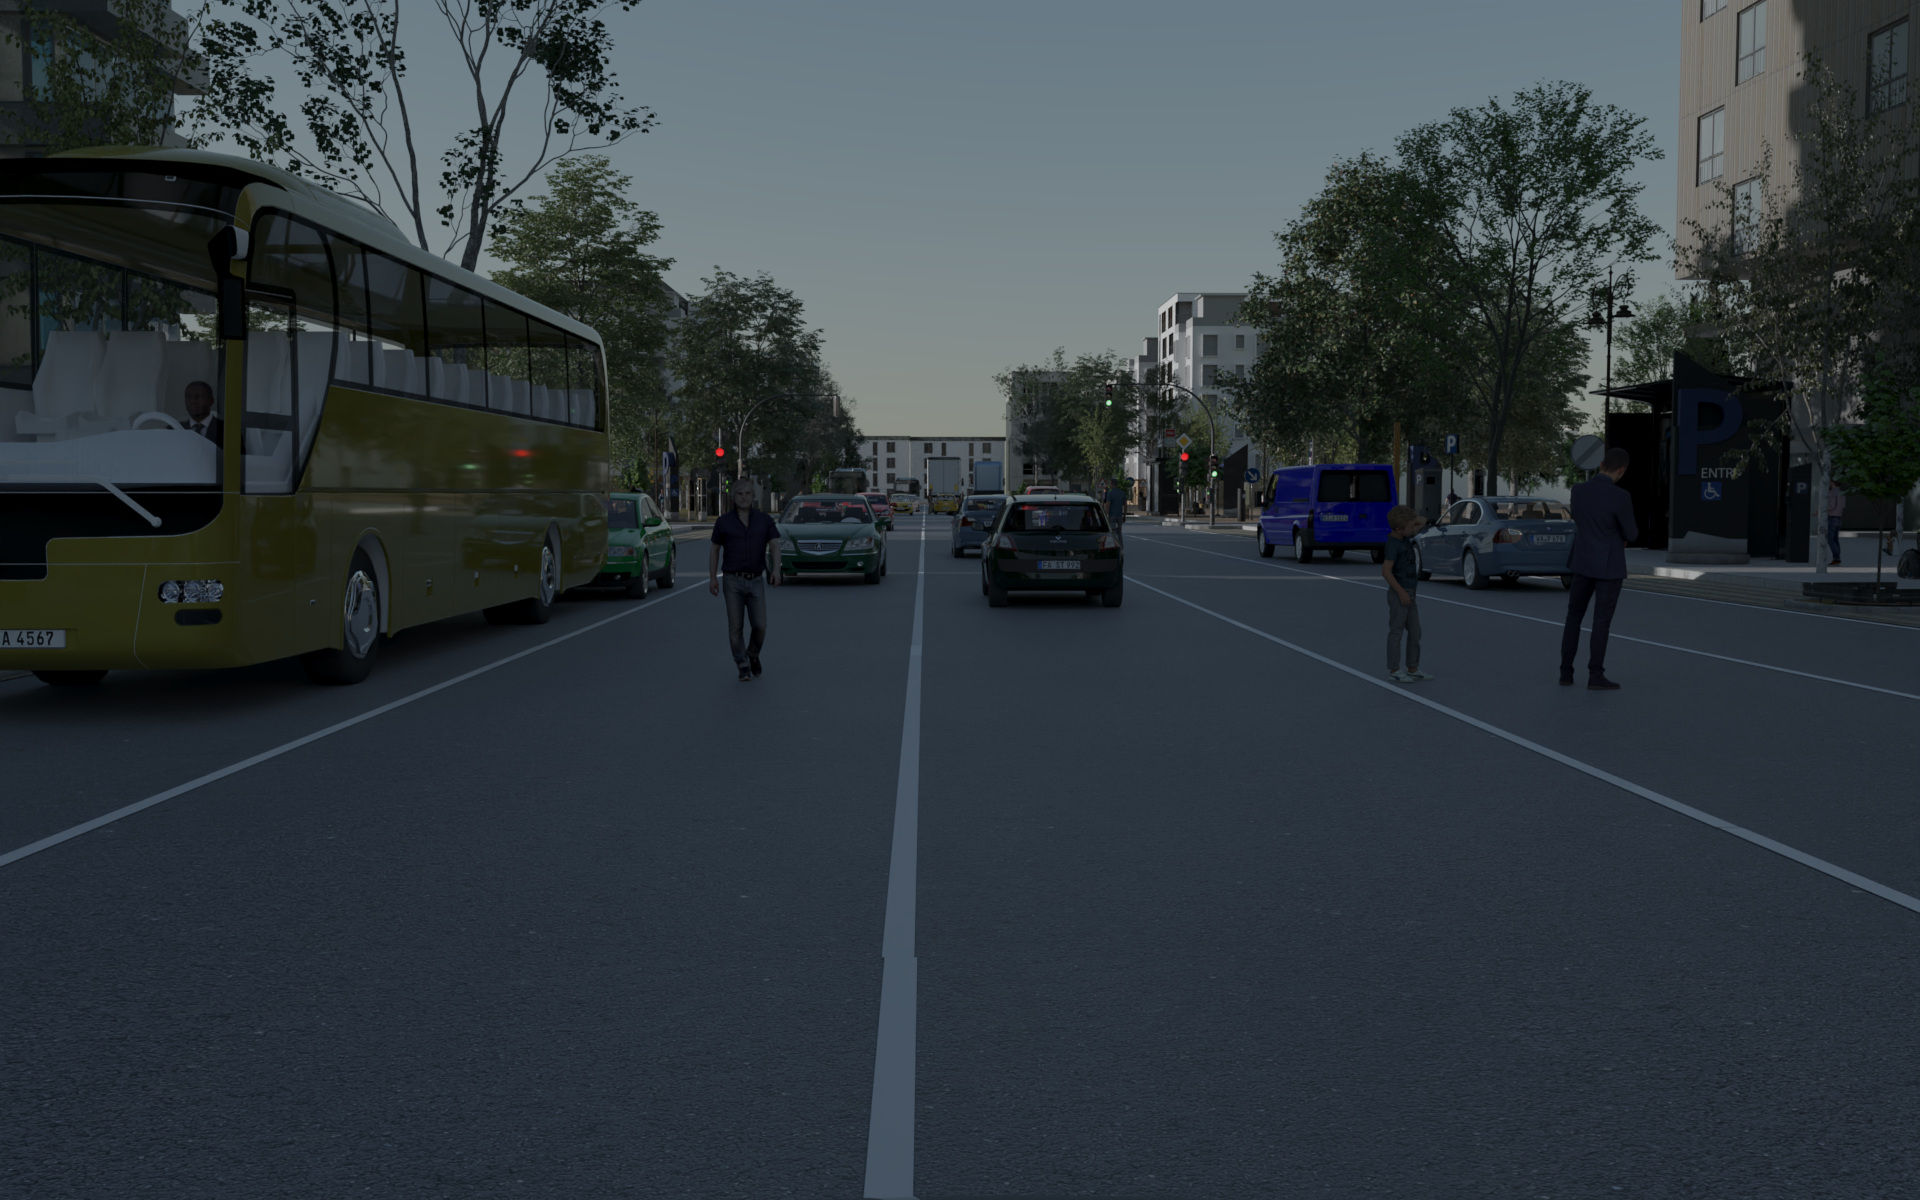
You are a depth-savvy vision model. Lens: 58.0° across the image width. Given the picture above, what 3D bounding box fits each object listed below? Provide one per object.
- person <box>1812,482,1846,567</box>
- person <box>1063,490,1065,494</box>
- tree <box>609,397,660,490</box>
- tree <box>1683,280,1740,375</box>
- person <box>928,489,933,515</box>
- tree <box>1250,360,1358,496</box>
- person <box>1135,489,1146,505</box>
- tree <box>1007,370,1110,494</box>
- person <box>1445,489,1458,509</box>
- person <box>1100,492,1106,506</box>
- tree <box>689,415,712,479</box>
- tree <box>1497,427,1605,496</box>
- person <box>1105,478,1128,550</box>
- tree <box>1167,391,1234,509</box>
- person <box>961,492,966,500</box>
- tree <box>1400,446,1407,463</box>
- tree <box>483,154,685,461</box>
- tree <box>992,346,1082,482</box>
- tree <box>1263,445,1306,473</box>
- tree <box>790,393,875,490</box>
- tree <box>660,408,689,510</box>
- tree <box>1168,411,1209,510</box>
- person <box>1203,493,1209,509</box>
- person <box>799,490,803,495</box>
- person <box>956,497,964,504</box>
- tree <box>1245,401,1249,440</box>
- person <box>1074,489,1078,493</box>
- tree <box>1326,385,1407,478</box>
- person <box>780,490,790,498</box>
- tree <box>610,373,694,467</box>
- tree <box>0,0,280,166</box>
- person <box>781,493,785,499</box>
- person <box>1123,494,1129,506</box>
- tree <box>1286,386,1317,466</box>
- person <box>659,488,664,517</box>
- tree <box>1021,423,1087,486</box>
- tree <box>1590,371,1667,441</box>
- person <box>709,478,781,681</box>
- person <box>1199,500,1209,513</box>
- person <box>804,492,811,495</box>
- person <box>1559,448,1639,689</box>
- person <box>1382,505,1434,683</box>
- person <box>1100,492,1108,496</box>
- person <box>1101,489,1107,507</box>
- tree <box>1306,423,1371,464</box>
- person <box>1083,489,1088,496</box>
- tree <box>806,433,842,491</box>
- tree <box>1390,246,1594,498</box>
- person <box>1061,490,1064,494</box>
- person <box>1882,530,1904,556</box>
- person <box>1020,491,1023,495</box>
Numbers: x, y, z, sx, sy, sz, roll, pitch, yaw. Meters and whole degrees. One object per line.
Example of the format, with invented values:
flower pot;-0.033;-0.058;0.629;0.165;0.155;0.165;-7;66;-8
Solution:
person;15.504;-1.392;30.768;0.435;1.587;0.963;3;5;44
person;13.145;-13.046;219.895;0.434;1.755;0.990;-2;4;-28
tree;-23.134;-10.066;114.949;4.737;8.622;4.395;0;3;0
tree;50.278;-12.656;108.743;13.155;14.587;18.604;0;4;-5
person;-1.984;-6.686;117.941;0.434;1.807;0.598;0;4;1
tree;18.067;-8.497;89.281;4.360;8.622;3.978;0;3;0
person;19.015;-10.743;181.707;1.348;1.822;0.705;0;4;7
tree;10.949;-15.892;170.211;12.009;13.543;11.850;0;3;0
person;22.332;-4.315;78.795;0.569;1.553;0.471;2;4;30
person;12.854;-8.982;156.087;0.628;1.438;0.799;2;4;35
tree;-22.808;-11.621;140.367;4.737;8.622;4.395;0;3;0
tree;54.275;-11.290;147.501;11.467;7.101;20.602;3;5;40
person;3.746;-2.026;41.758;0.598;1.807;0.434;-1;4;-18
tree;16.798;-10.612;123.865;4.737;8.622;4.395;0;3;0
person;0.340;-12.200;208.693;1.217;1.735;0.721;1;4;14
tree;33.623;-10.869;128.070;4.360;8.622;3.978;0;3;0
tree;-12.839;-8.570;58.244;7.486;12.596;7.792;0;3;0
tree;10.587;-22.399;222.106;12.611;20.169;13.585;0;3;0
tree;22.692;-10.468;121.517;4.737;8.622;4.395;0;3;0
tree;-14.831;-17.117;196.878;9.611;12.733;9.660;0;3;0
tree;-23.727;-11.273;134.678;4.737;8.622;4.395;0;3;0
tree;18.738;-11.651;140.853;4.360;8.622;3.978;0;3;0
person;21.722;-8.847;152.903;0.614;1.554;0.590;-3;5;-44
person;-20.050;-13.043;219.820;0.617;1.759;0.750;2;4;35
person;0.043;-2.496;53.216;0.340;1.345;0.435;2;4;35
tree;18.584;-9.397;104.010;4.360;8.622;3.978;0;3;0
person;10.411;-9.281;158.316;0.750;1.759;0.617;-1;4;-21
tree;33.084;-13.367;136.680;7.486;12.596;7.792;0;3;0
person;-17.374;-10.087;171.043;1.350;1.814;0.705;-3;5;-45
tree;-23.219;-11.727;126.152;8.767;10.594;7.601;-3;4;-38
tree;-10.915;-4.403;22.349;4.737;8.622;4.395;0;3;0
person;-13.942;-7.753;136.712;0.340;1.345;0.435;1;4;16
person;18.404;-11.466;193.542;1.348;1.821;0.705;-1;4;-12
tree;31.163;-14.174;149.868;7.486;12.596;7.792;0;3;0
person;-13.930;-4.486;81.608;0.429;1.552;0.499;-3;5;-43
tree;11.014;-16.310;201.085;8.767;10.594;7.601;1;4;9
tree;37.427;-8.943;96.587;4.737;8.622;4.395;0;3;0
person;-1.599;-0.164;13.391;0.569;1.553;0.471;1;4;23
person;16.108;-6.161;114.698;0.695;0.859;0.347;-1;4;-23
person;-18.210;-12.330;207.275;1.348;1.869;0.705;0;4;-7
person;4.759;-0.238;12.842;0.568;1.767;0.683;-3;4;-37
person;3.426;-0.050;13.224;0.340;1.345;0.435;2;4;26
person;13.987;-9.850;167.096;1.348;1.824;0.705;1;4;16
person;12.091;-8.445;144.831;0.576;1.737;0.504;1;4;10
tree;24.628;-9.644;108.035;4.737;8.622;4.395;0;3;0
person;12.753;-10.376;175.829;0.705;1.807;1.348;3;4;38
tree;-14.162;-13.941;178.297;4.737;8.622;4.395;0;3;0
tree;25.843;-11.048;87.291;9.857;13.997;8.962;0;3;0
person;10.906;-10.928;185.387;0.621;1.740;0.551;-3;5;-44
person;19.358;-1.183;35.868;0.381;0.543;0.357;-2;4;-25
person;6.282;-10.497;180.816;1.217;1.739;0.721;2;4;32
